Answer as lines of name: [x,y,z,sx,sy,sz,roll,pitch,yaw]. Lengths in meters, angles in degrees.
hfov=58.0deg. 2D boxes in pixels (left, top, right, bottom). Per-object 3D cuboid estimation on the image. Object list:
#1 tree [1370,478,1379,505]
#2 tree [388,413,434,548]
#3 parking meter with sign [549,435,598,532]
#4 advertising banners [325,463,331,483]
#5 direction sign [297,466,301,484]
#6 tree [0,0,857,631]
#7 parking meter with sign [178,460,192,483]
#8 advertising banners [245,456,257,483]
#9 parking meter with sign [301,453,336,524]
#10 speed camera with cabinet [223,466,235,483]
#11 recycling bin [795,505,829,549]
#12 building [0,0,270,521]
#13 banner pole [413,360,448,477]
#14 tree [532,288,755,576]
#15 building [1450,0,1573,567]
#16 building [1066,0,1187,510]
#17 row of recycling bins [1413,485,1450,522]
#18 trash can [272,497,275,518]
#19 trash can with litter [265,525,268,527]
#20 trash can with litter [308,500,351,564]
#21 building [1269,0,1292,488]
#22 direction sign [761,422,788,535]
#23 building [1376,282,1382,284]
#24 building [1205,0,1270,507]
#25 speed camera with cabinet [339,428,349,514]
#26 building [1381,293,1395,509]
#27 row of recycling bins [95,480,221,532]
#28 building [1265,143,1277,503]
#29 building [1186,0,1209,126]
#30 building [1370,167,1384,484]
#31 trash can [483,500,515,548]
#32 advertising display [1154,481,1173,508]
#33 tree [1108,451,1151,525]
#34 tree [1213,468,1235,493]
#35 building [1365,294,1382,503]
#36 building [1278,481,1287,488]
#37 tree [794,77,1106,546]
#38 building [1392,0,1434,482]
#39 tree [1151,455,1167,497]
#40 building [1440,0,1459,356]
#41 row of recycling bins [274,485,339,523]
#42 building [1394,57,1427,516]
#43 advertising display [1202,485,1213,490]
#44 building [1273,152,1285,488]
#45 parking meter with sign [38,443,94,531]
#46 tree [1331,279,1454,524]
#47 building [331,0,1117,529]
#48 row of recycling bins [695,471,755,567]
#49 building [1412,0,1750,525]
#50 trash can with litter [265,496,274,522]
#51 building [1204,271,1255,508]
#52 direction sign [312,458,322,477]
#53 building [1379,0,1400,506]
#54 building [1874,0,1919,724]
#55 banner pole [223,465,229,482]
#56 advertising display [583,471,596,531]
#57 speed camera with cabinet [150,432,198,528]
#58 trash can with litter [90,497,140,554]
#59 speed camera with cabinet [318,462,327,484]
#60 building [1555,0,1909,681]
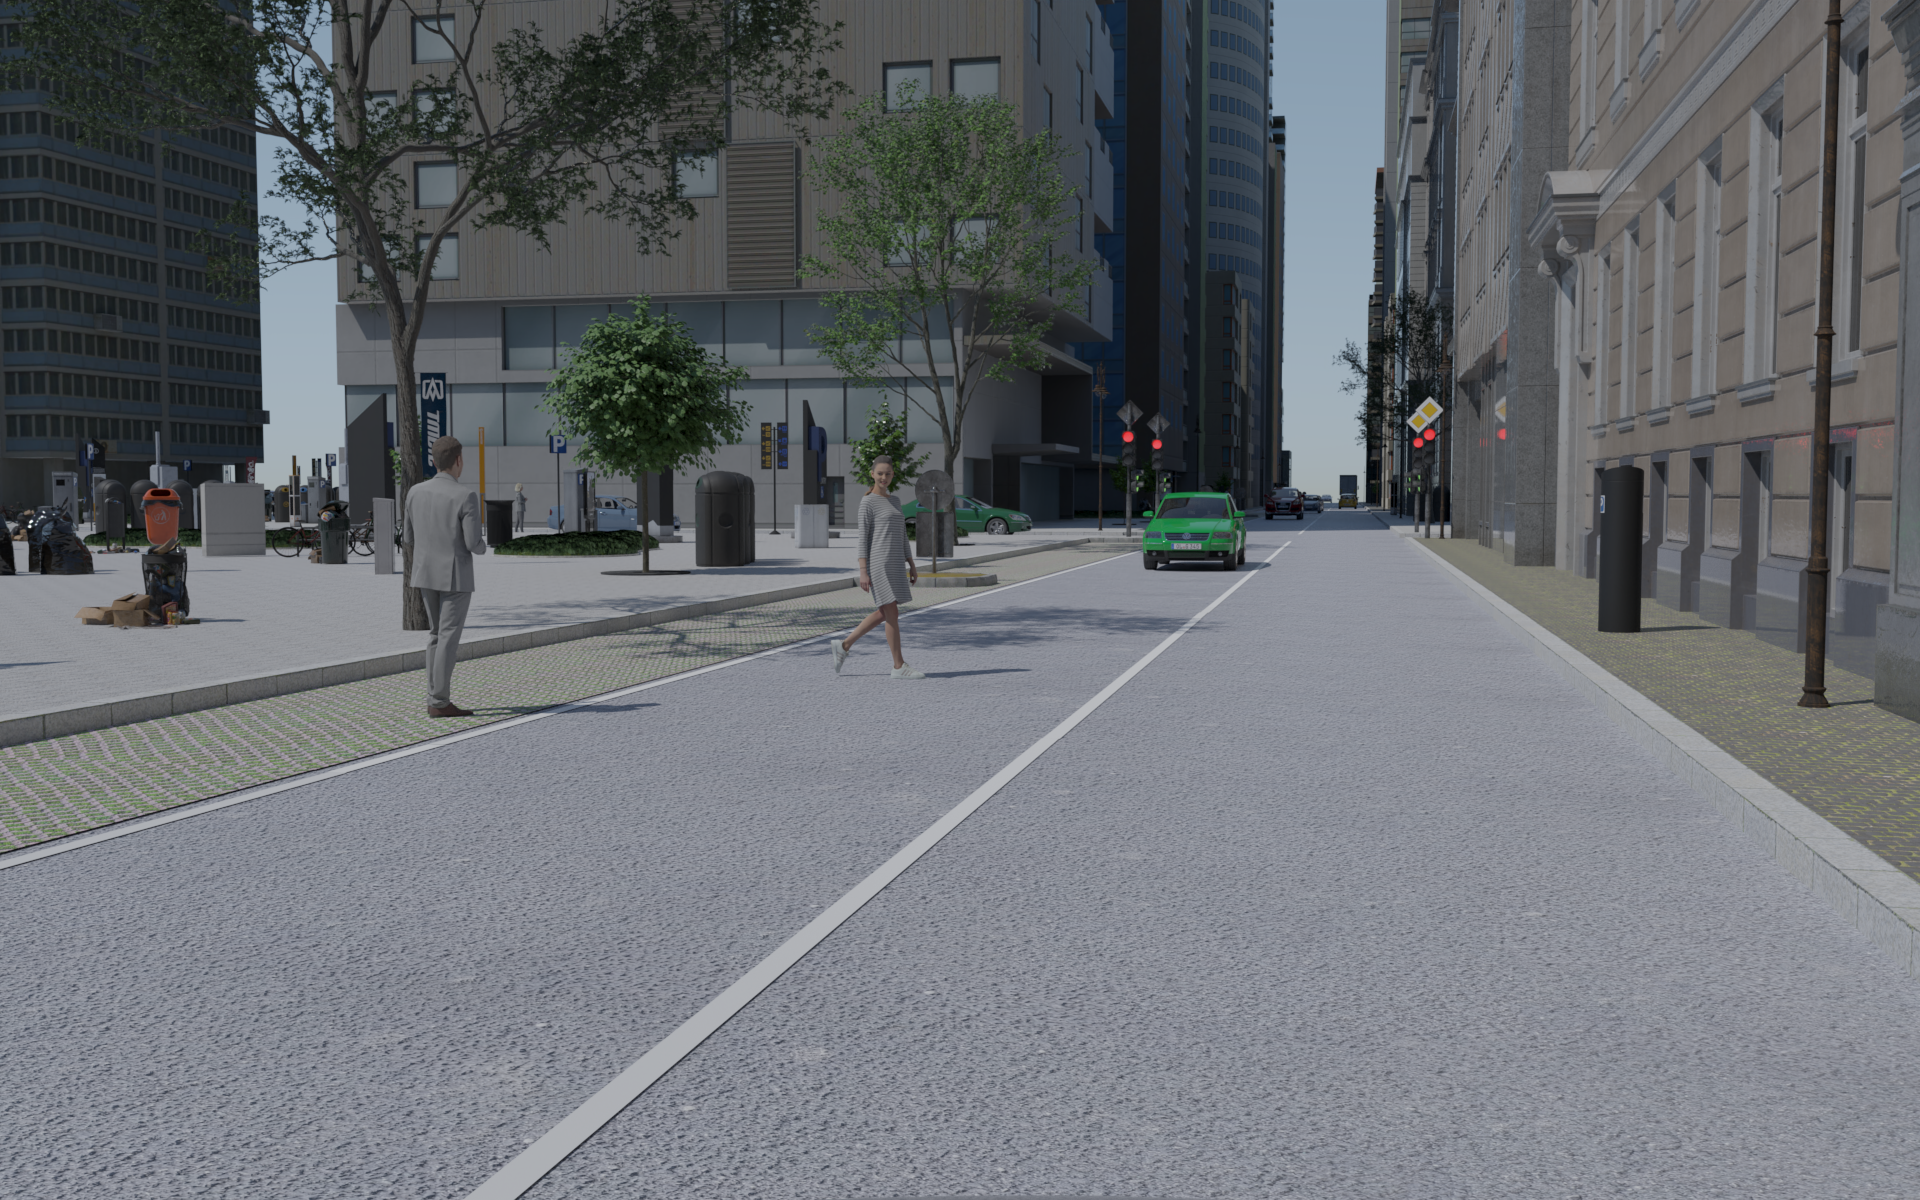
tree: [51.183,-13.359,213.026,1.663,3.219,1.824,0,3,0]
tree: [-12.833,-2.869,41.512,1.663,3.219,1.824,0,3,0]
parking meter with sign: [-11.182,-3.308,50.353,1.738,3.016,0.543,3,5,42]
advertising banners: [-35.059,-6.199,97.549,0.090,3.025,2.074,1,4,17]
direction sign: [-52.764,-8.947,138.279,0.379,3.537,0.876,0,4,-6]
tree: [-5.105,-5.015,16.403,8.767,10.594,7.601,0,4,0]
parking meter with sign: [-39.707,-5.583,87.544,0.543,3.016,1.738,2,4,27]
advertising banners: [-33.600,-5.141,80.247,2.074,3.025,0.090,-3,4,-38]
parking meter with sign: [-27.762,-4.802,74.768,1.738,3.016,0.543,2,4,24]
speed camera with cabinet: [-52.800,-7.913,123.721,2.038,3.252,0.660,1,4,18]
recycling bin: [-3.526,-1.750,41.161,0.722,1.027,0.722,-1,4,-13]
building: [-52.465,-24.278,88.830,23.993,40.220,32.217,1,4,13]
banner pole: [-9.688,-2.531,31.394,0.863,3.779,0.401,0,4,-1]
tree: [-5.134,-2.695,27.778,4.285,4.588,4.351,0,3,0]
building: [17.877,-13.478,38.382,12.078,24.808,19.932,1,4,13]
building: [5.668,-27.627,101.809,14.600,45.320,14.200,1,4,13]
row of recycling bins: [22.755,-4.465,80.112,3.534,1.692,1.069,2,4,25]
trash can: [-37.174,-5.065,94.470,0.748,1.137,0.748,0,3,0]
trash can with litter: [-30.624,-3.811,73.369,2.233,1.210,1.678,2,4,27]
trash can with litter: [-11.666,-1.251,31.838,1.055,1.170,0.624,3,5,41]
building: [40.693,-58.471,268.673,22.319,86.520,31.000,1,4,13]
direction sign: [-5.859,-3.838,54.745,0.876,3.537,0.379,1,4,10]
building: [75.805,-39.675,268.296,23.786,49.044,30.456,1,4,13]
building: [20.214,-38.851,177.208,21.231,58.520,28.212,1,4,13]
speed camera with cabinet: [-17.844,-3.522,51.919,2.038,3.252,0.660,3,5,41]
building: [53.630,-19.278,160.237,27.650,21.520,28.899,1,4,13]
row of recycling bins: [-23.076,-2.633,50.170,3.534,1.692,1.069,-2,4,-31]
building: [28.508,-31.432,197.515,14.154,41.232,14.086,1,4,13]
building: [10.004,-26.912,123.613,14.154,41.232,14.086,1,4,13]
building: [65.044,-34.925,225.643,22.147,44.769,28.867,1,4,13]
trash can: [-10.994,-1.817,41.360,0.748,1.137,0.748,0,3,0]
advertising display: [10.213,-5.004,87.034,0.974,1.923,0.123,2,4,28]
tree: [6.946,-4.719,71.753,1.663,3.219,1.824,0,3,0]
tree: [19.369,-8.112,127.226,1.663,3.219,1.824,0,3,0]
building: [65.534,-29.154,248.366,14.160,30.474,14.107,1,4,13]
building: [29.690,-33.753,243.735,32.217,40.220,23.993,1,4,13]
tree: [-0.221,-7.158,42.787,9.928,11.665,9.643,0,3,0]
building: [42.259,-27.878,139.407,14.154,41.232,14.086,1,4,13]
tree: [8.501,-5.116,78.241,1.663,3.219,1.824,0,3,0]
building: [27.033,-14.122,59.771,19.941,23.489,11.050,1,4,13]
row of recycling bins: [-29.189,-4.355,78.322,3.534,1.692,1.069,0,4,-5]
building: [34.696,-20.590,114.140,11.434,29.767,29.804,1,4,13]
advertising display: [17.448,-7.165,122.366,0.974,1.923,0.123,3,5,43]
building: [34.283,-35.040,223.022,14.600,45.320,14.200,1,4,13]
parking meter with sign: [-30.839,-3.879,59.690,1.738,3.016,0.543,0,4,-6]
tree: [20.281,-8.620,75.357,7.601,10.594,8.767,3,4,37]
building: [-8.043,-29.719,75.138,28.713,52.752,27.495,1,4,13]
row of recycling bins: [-4.313,-1.527,32.083,1.069,1.692,3.534,0,4,-4]
building: [30.731,-18.552,89.224,13.634,28.700,20.117,1,4,13]
trash can with litter: [-31.989,-4.194,79.966,0.624,1.170,1.055,-1,4,-19]
building: [10.909,-18.726,151.208,27.650,21.520,28.899,1,4,13]
direction sign: [-40.585,-7.177,109.337,0.876,3.537,0.379,2,4,30]
building: [56.735,-39.516,188.092,21.231,58.520,28.212,1,4,13]
building: [8.162,-9.235,0.147,9.793,20.994,18.267,1,4,13]
banner pole: [-53.323,-8.305,125.800,0.863,3.779,0.401,3,4,37]
advertising display: [-10.420,-2.660,48.712,0.123,1.923,0.974,0,4,1]
speed camera with cabinet: [-24.763,-3.696,54.763,2.038,3.252,0.660,2,4,34]
trash can with litter: [-18.615,-1.613,37.433,1.678,1.210,2.233,1,4,12]
speed camera with cabinet: [-39.242,-6.820,105.844,0.660,3.252,2.038,0,4,5]
building: [14.338,-14.230,18.571,13.634,28.700,20.117,1,4,13]
